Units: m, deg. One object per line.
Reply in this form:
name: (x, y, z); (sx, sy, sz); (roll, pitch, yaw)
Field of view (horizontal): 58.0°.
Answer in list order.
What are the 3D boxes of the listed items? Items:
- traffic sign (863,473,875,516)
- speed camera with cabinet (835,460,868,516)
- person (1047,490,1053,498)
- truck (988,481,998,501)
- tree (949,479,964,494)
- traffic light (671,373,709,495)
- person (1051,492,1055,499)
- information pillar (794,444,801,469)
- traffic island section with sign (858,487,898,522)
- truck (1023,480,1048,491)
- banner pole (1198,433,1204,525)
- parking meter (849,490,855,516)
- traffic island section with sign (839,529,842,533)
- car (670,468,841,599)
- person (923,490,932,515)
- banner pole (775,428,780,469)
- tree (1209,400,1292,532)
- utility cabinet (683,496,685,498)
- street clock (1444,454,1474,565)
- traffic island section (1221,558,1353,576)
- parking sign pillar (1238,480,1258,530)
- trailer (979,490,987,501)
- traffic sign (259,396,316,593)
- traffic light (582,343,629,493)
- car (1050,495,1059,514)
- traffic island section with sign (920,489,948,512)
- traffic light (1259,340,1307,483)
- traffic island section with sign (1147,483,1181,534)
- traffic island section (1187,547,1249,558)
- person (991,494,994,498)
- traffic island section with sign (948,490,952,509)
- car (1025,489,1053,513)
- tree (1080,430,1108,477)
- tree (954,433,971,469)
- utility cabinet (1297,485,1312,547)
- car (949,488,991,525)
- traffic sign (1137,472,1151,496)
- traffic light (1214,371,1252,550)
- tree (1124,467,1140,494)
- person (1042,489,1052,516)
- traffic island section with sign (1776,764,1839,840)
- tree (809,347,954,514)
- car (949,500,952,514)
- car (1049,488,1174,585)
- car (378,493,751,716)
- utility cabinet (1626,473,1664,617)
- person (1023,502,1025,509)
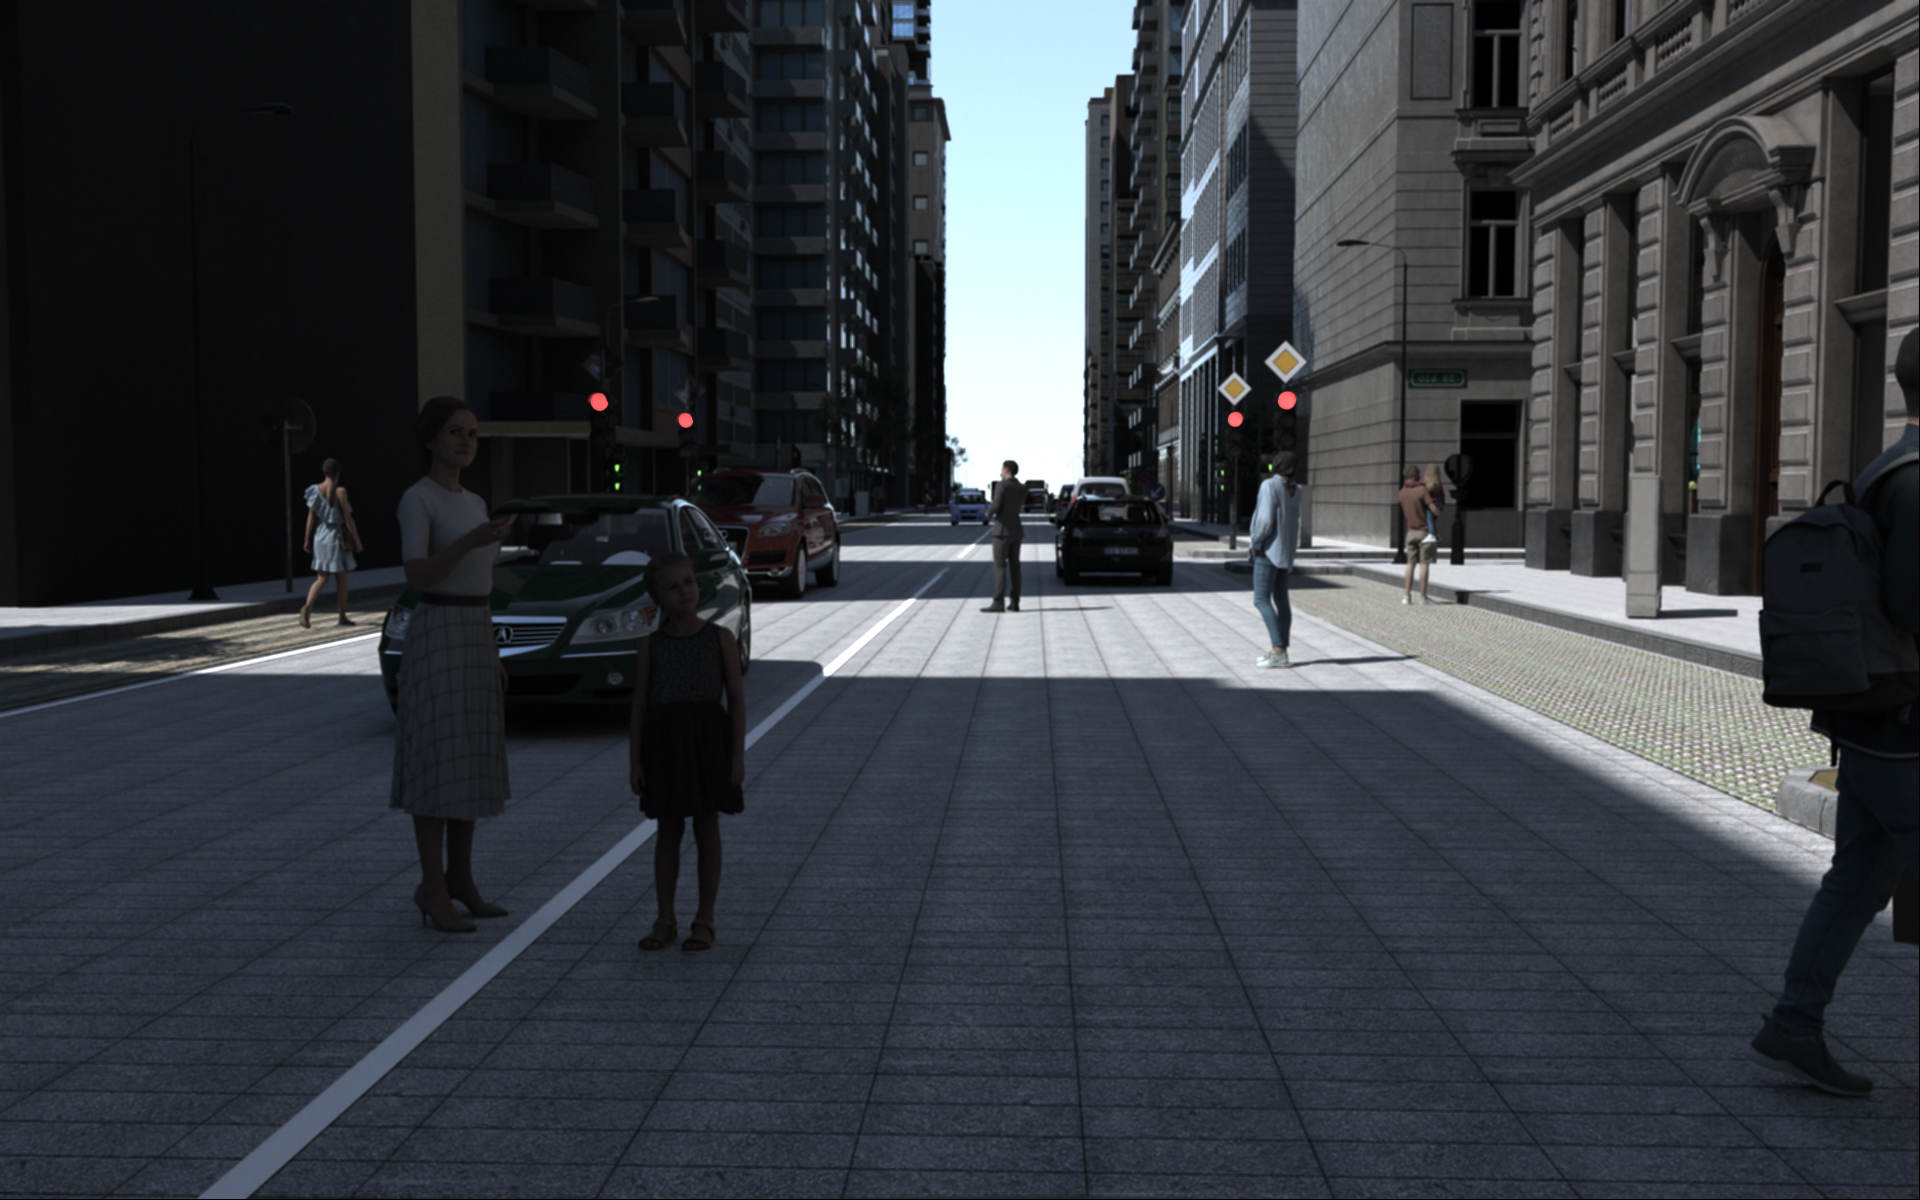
traffic sign: (-5.404, -6.290, 102.946); (0.768, 2.556, 0.104); (1, 4, 10)
speed camera with cabinet: (-6.365, -6.573, 101.811); (2.038, 3.252, 0.660); (-3, 5, -41)
person: (7.967, -9.238, 159.177); (1.348, 1.869, 0.705); (1, 4, 11)
truck: (5.945, -15.794, 254.149); (3.469, 3.379, 9.791); (0, 4, 3)
tree: (-0.494, -14.121, 225.480); (1.663, 3.219, 1.824); (0, 3, 0)
traffic light: (-6.291, -3.140, 40.254); (0.839, 4.253, 0.868); (0, 4, 2)
person: (13.941, -15.518, 262.245); (1.348, 1.821, 0.705); (-1, 4, -15)
information pillar: (-7.368, -5.296, 77.942); (0.504, 3.616, 0.183); (2, 4, 32)
traffic island section with sign: (-4.249, -4.990, 90.208); (1.989, 1.847, 2.006); (0, 4, 2)
truck: (10.215, -14.647, 235.401); (3.469, 3.379, 9.791); (0, 4, 3)
banner pole: (9.918, -4.973, 71.330); (0.401, 3.779, 0.863); (-1, 4, -9)
parking meter: (-6.213, -5.576, 99.579); (0.372, 1.533, 0.369); (0, 3, 0)
traffic island section with sign: (-5.372, -3.342, 63.276); (1.989, 1.847, 2.006); (0, 4, 2)
car: (-3.029, -1.025, 25.426); (2.281, 1.827, 5.304); (0, 4, 4)
person: (-2.277, -6.825, 120.808); (0.721, 1.735, 1.217); (-2, 4, -27)
banner pole: (-6.937, -4.648, 66.016); (0.401, 3.779, 0.863); (1, 4, 8)
tree: (10.293, -4.611, 59.097); (4.285, 4.588, 4.351); (0, 3, 0)
utility cabinet: (-7.660, -2.300, 48.768); (0.306, 1.237, 1.020); (1, 4, 16)
street clock: (9.029, -1.640, 31.386); (0.471, 2.002, 0.358); (3, 4, 36)
traffic island section: (5.967, -0.587, 31.883); (2.009, 0.180, 2.903); (0, 4, 2)
parking sign pillar: (10.826, -4.544, 62.765); (1.447, 3.967, 1.447); (-2, 4, -27)
trailer: (3.333, -15.847, 266.148); (1.471, 1.999, 3.904); (0, 4, 3)
traffic sign: (-8.743, -1.370, 22.507); (0.768, 2.556, 0.104); (0, 4, 6)
traffic light: (-6.624, -2.652, 32.276); (0.839, 4.253, 0.868); (0, 4, 2)
car: (7.435, -6.991, 126.876); (1.945, 1.354, 3.894); (0, 4, 4)
traffic island section with sign: (-2.203, -7.993, 139.316); (1.989, 1.847, 2.006); (0, 4, 2)
traffic light: (5.928, -2.621, 31.771); (0.839, 4.253, 0.868); (0, 4, 2)
traffic island section with sign: (6.928, -3.300, 62.582); (1.989, 1.847, 2.006); (0, 4, 2)
traffic island section: (6.300, -1.075, 39.861); (2.009, 0.180, 2.903); (0, 4, 2)
person: (4.633, -13.497, 229.892); (1.217, 1.735, 0.721); (3, 5, 41)
traffic island section with sign: (-1.058, -9.676, 166.833); (1.989, 1.847, 2.006); (0, 4, 2)
car: (6.113, -7.739, 135.208); (2.281, 1.827, 5.304); (0, 4, 4)
tree: (15.890, -15.231, 199.385); (4.360, 8.622, 3.978); (0, 3, 0)
tree: (-3.028, -15.605, 189.559); (8.767, 10.594, 7.601); (-1, 4, -9)
utility cabinet: (8.070, -2.014, 41.604); (0.318, 1.500, 1.173); (-1, 4, -15)
car: (0.482, -4.323, 80.267); (1.945, 1.707, 3.694); (0, 4, 3)
traffic sign: (10.388, -5.976, 97.808); (0.768, 2.556, 0.104); (0, 4, 7)
traffic light: (6.260, -3.109, 39.749); (0.839, 4.253, 0.868); (0, 4, 2)
tree: (12.075, -7.782, 121.832); (1.663, 3.219, 1.824); (0, 3, 0)
person: (5.657, -6.381, 113.175); (0.623, 1.781, 0.721); (0, 4, -5)
traffic island section with sign: (4.619, 0.087, 7.212); (1.989, 1.847, 2.006); (0, 4, 2)
tree: (-5.990, -10.774, 110.566); (8.767, 10.594, 7.601); (1, 4, 21)
car: (0.237, -6.899, 125.164); (2.083, 1.381, 4.827); (0, 4, 2)
car: (2.496, -1.148, 28.563); (2.009, 1.686, 4.222); (0, 4, 1)
car: (-2.609, -0.033, 12.341); (2.131, 1.459, 4.920); (0, 4, 1)
utility cabinet: (7.242, -0.586, 18.267); (0.318, 1.500, 1.173); (2, 4, 24)
person: (6.302, -9.639, 166.227); (1.348, 1.807, 0.705); (-1, 4, -11)
